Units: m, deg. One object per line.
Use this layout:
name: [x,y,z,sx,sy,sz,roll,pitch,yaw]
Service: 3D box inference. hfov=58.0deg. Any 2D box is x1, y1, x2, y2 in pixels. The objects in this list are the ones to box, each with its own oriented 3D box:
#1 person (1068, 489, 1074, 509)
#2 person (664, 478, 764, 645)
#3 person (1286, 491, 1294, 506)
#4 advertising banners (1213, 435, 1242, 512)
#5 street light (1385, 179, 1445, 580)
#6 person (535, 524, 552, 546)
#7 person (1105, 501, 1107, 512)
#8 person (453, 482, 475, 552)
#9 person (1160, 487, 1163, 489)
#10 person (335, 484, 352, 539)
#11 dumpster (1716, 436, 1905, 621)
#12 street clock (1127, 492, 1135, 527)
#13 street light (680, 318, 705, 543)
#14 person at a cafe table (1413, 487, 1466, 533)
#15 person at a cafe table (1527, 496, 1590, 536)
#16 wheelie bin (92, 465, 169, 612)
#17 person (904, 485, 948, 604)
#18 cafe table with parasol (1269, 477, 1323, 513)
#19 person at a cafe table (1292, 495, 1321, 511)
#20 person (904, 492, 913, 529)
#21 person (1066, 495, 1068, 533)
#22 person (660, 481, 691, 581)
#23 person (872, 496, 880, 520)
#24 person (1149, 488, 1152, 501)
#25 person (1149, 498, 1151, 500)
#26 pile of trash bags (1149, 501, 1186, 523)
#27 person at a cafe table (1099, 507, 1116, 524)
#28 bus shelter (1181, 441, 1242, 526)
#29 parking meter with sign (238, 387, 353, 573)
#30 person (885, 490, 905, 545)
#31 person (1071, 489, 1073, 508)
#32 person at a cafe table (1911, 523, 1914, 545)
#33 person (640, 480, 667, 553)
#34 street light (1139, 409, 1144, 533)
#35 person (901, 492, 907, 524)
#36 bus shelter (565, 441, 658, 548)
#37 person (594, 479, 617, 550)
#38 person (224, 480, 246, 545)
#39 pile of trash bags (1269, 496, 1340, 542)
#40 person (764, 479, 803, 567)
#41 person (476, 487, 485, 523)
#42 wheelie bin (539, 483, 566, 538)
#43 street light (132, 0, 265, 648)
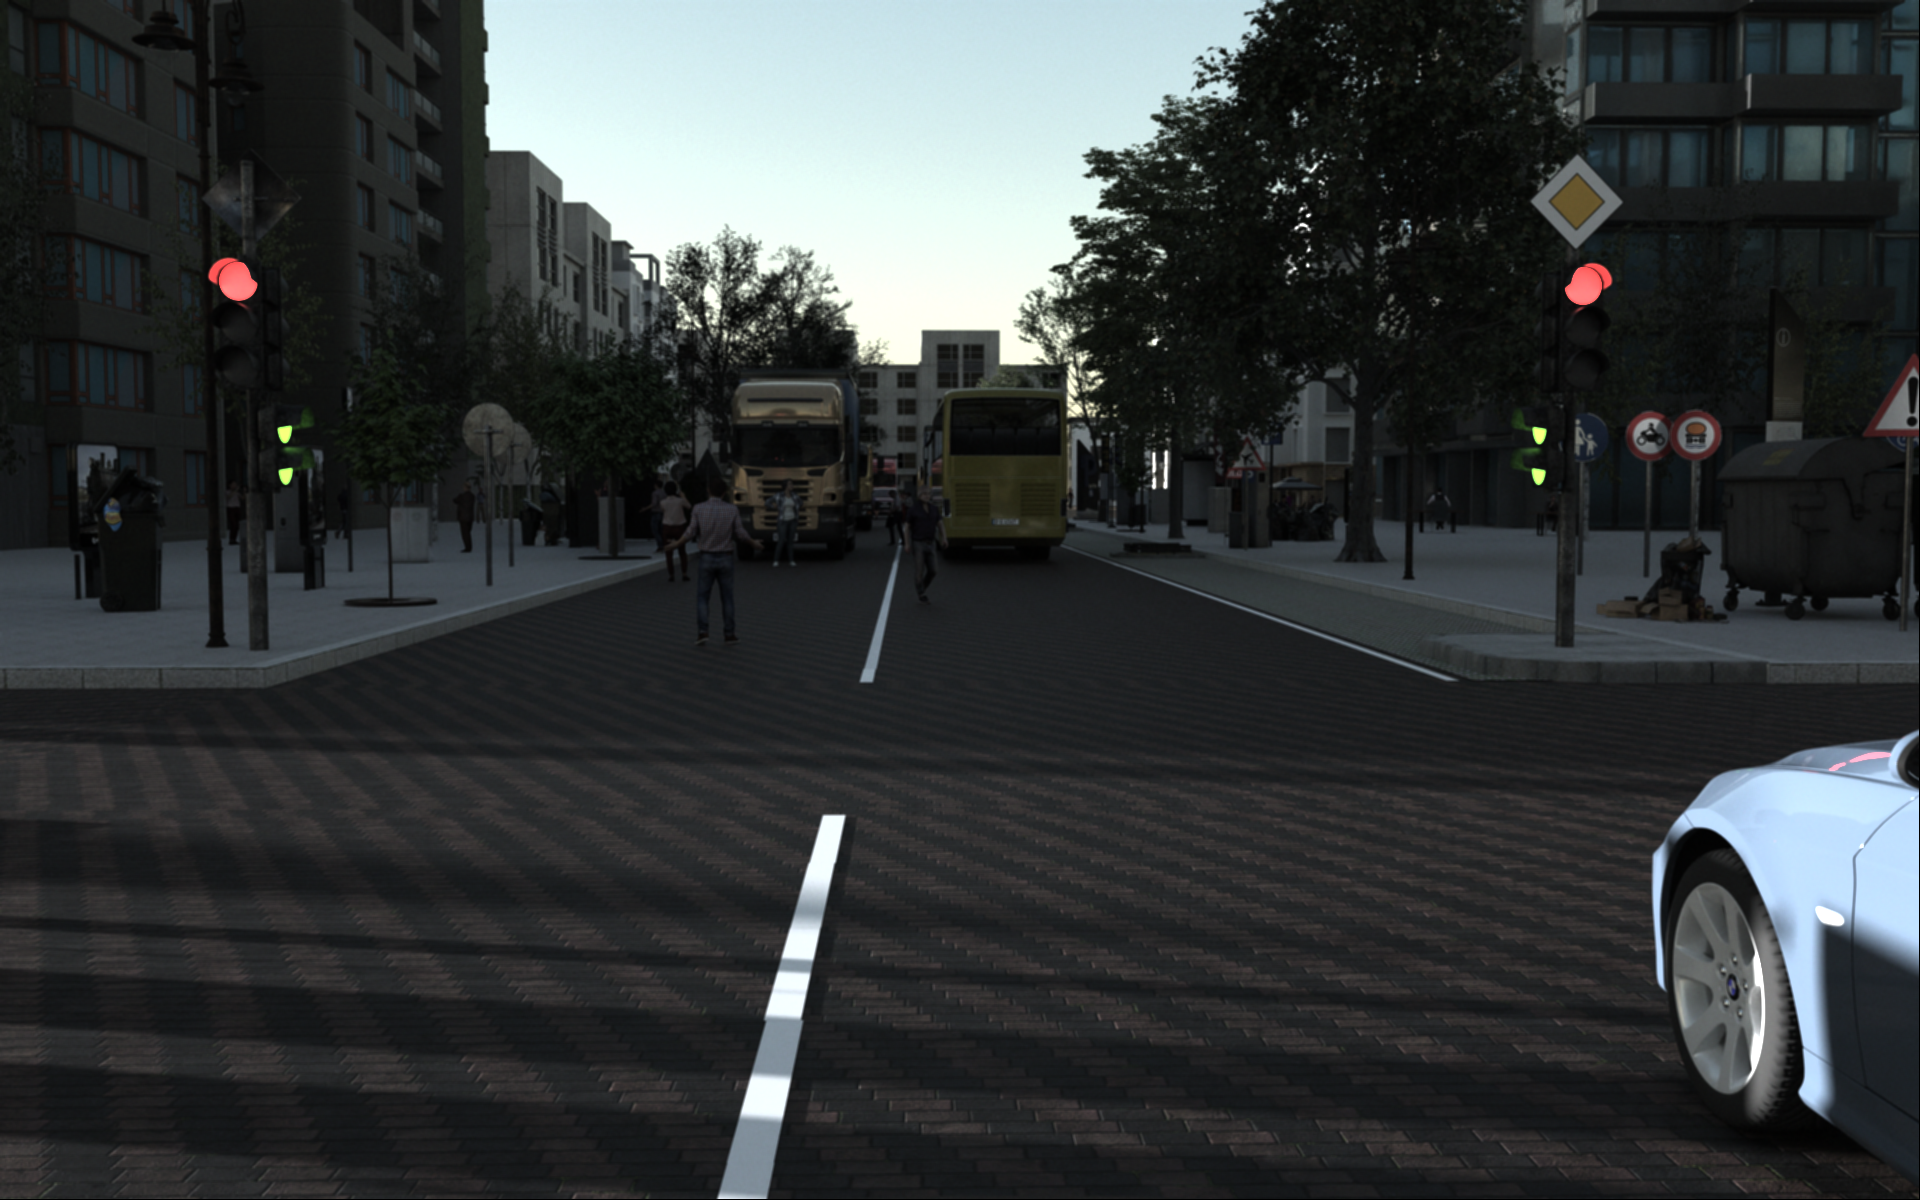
person: [9.667,-8.815,150.999,0.721,1.723,1.217,2,4,29]
person: [-2.321,-0.372,16.543,0.963,1.587,0.435,-1,4,-17]
person: [13.769,-3.902,73.075,0.726,1.435,0.776,-2,4,-27]
advertising banners: [6.982,-2.884,43.342,0.090,3.025,2.074,-2,4,-31]
street light: [6.744,-3.246,25.857,0.468,5.910,1.993,0,4,-2]
person: [-10.282,-1.601,42.698,0.381,0.543,0.357,1,4,20]
person: [7.918,-5.313,93.353,0.568,1.767,0.683,-2,4,-32]
person: [-10.932,-1.828,38.203,0.388,1.546,0.482,2,4,31]
person: [13.311,-6.577,114.284,1.217,1.736,0.721,1,4,16]
person: [-17.560,-2.509,49.277,0.471,1.553,0.569,-2,4,-24]
dumpster: [8.976,-0.764,18.252,1.264,1.857,1.865,0,4,-1]
street clock: [6.607,-3.803,66.753,0.471,2.002,0.358,-1,4,-14]
street light: [-7.036,-4.460,45.704,0.468,5.910,1.993,0,4,-2]
person at a cafe table: [15.844,-2.986,57.343,1.698,1.524,1.622,1,4,10]
person at a cafe table: [18.410,-2.608,53.510,1.698,1.238,1.726,1,4,10]
wheelie bin: [-9.118,-0.684,19.090,0.693,1.594,0.980,-1,4,-18]
person: [-0.430,-0.735,22.730,0.569,1.553,0.471,0,4,6]
cafe table with parasol: [13.052,-3.872,68.181,2.610,1.966,2.610,-3,5,-42]
person at a cafe table: [15.644,-4.187,79.314,1.726,1.238,1.698,2,4,24]
person: [-2.079,-3.641,70.503,0.387,1.526,0.523,-2,4,-28]
person: [3.728,-3.324,63.673,0.431,1.722,0.655,2,4,32]
person: [-4.701,-1.136,28.531,0.517,1.644,0.566,3,4,36]
person: [-4.780,-5.179,96.413,0.697,1.427,0.421,1,4,9]
person: [14.105,-7.395,127.736,1.217,1.735,0.721,3,4,36]
person: [11.033,-5.509,99.340,0.991,1.433,0.599,-3,5,-42]
pile of trash bags: [9.185,-4.215,78.661,1.912,1.369,3.447,-2,4,-30]
person at a cafe table: [7.231,-4.088,75.347,1.698,1.524,1.622,-3,5,-39]
bus shelter: [9.740,-4.484,67.232,2.014,3.302,5.546,0,4,-1]
parking meter with sign: [-10.869,-1.962,28.339,1.738,3.016,0.543,-1,4,-11]
person: [-1.807,-2.313,48.525,0.590,1.554,0.614,0,4,-6]
person: [10.305,-9.289,158.743,0.721,1.723,1.217,0,4,6]
person at a cafe table: [23.814,-2.209,44.638,1.622,1.524,1.698,2,4,28]
person: [-6.562,-1.810,37.598,0.435,1.587,0.963,1,4,17]
street light: [6.014,-5.159,57.140,0.468,5.910,1.993,0,4,-2]
person: [-2.665,-4.480,84.213,0.523,1.526,0.387,-2,4,-26]
bus shelter: [-8.711,-3.257,44.535,1.731,3.624,6.357,0,4,-2]
person: [-8.195,-1.994,40.111,0.415,1.643,0.593,2,4,27]
person: [-18.325,-2.222,43.834,0.517,1.644,0.566,-1,4,-21]
pile of trash bags: [9.766,-2.305,47.445,1.912,1.369,3.447,-3,5,-39]
person: [-3.439,-1.531,34.257,0.841,1.734,0.376,-2,4,-27]
person: [-21.112,-4.178,76.411,0.516,1.574,0.319,-3,5,-40]
wheelie bin: [-11.912,-2.616,50.678,0.693,1.594,0.980,0,4,6]
street light: [-6.240,-2.543,14.371,0.468,5.910,1.993,0,4,-2]
